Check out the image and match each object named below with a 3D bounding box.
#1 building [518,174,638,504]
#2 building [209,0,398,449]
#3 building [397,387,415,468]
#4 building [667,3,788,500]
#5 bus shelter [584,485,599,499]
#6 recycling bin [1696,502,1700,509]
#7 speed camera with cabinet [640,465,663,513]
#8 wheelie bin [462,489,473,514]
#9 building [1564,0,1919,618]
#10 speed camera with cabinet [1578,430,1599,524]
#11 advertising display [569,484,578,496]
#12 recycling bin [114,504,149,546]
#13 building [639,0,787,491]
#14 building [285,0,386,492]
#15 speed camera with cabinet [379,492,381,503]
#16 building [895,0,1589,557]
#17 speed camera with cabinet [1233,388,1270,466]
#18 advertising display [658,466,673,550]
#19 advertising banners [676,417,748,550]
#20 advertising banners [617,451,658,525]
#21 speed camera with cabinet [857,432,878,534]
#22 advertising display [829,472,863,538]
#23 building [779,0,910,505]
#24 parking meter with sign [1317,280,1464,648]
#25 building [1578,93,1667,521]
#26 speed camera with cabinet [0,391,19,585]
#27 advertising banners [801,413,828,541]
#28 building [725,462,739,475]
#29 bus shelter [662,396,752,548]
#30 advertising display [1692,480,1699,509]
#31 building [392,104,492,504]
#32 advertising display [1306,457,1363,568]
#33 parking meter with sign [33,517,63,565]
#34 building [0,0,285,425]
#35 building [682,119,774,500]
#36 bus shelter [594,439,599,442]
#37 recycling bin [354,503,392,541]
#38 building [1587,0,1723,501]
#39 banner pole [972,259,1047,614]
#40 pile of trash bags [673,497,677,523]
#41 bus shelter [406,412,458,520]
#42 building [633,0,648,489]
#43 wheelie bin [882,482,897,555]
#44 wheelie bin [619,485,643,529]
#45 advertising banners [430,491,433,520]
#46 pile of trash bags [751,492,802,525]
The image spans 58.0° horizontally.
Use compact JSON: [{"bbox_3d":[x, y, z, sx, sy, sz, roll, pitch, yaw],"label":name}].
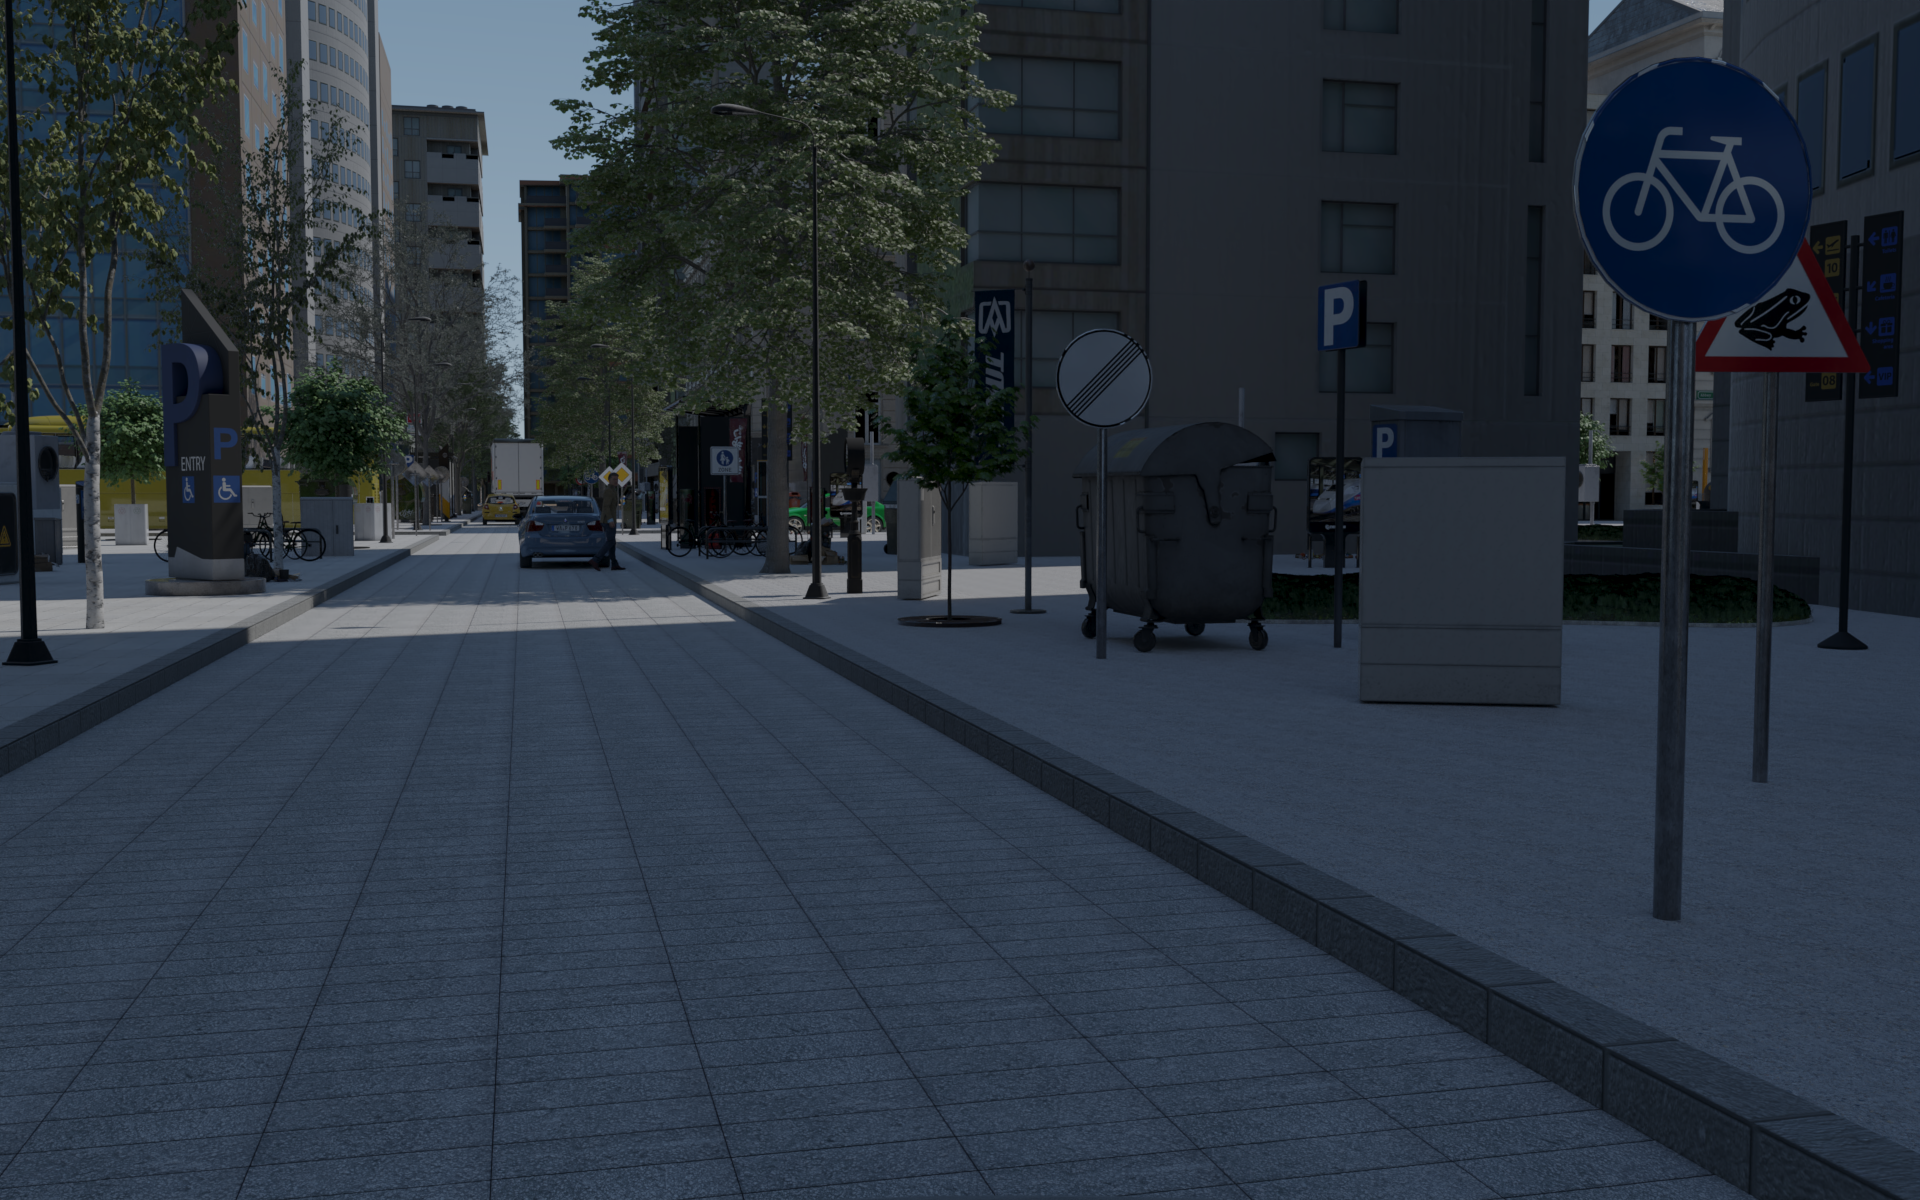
[{"bbox_3d":[-46.730,-35.554,235.930,28.867,44.769,22.147,-1,4,-14],"label":"building"},{"bbox_3d":[-61.346,-31.449,164.297,14.600,45.320,14.200,-1,4,-14],"label":"building"},{"bbox_3d":[-74.446,-53.112,181.054,31.000,86.520,22.319,-1,4,-14],"label":"building"},{"bbox_3d":[-17.876,-28.402,147.964,14.154,41.232,14.086,-1,4,-14],"label":"building"},{"bbox_3d":[-22.496,-7.030,106.227,1.731,3.624,6.357,-1,4,-14],"label":"bus shelter"},{"bbox_3d":[24.326,-2.666,56.150,0.722,1.027,0.722,3,4,38],"label":"recycling bin"},{"bbox_3d":[-20.815,-7.568,118.079,0.660,3.252,2.038,-3,5,-39],"label":"speed camera with cabinet"},{"bbox_3d":[-31.736,-6.340,111.567,0.693,1.594,0.980,-1,4,-13],"label":"wheelie bin"},{"bbox_3d":[20.574,-28.953,15.379,21.231,58.520,28.212,-1,4,-14],"label":"building"},{"bbox_3d":[19.165,-3.672,54.367,0.660,3.252,2.038,-1,4,-18],"label":"speed camera with cabinet"},{"bbox_3d":[-26.386,-6.915,118.270,0.123,1.923,0.974,1,4,18],"label":"advertising display"},{"bbox_3d":[-20.832,-1.896,43.557,0.722,1.027,0.722,-1,4,-22],"label":"recycling bin"},{"bbox_3d":[-19.069,-33.175,166.111,21.300,48.544,21.600,-1,4,-14],"label":"building"},{"bbox_3d":[-59.501,-36.687,141.836,21.231,58.520,28.212,-1,4,-14],"label":"building"},{"bbox_3d":[-41.943,-8.042,125.830,2.038,3.252,0.660,-2,4,-30],"label":"speed camera with cabinet"},{"bbox_3d":[5.406,-21.927,42.098,14.154,41.232,14.086,-1,4,-14],"label":"building"},{"bbox_3d":[5.036,-2.281,31.634,0.660,3.252,2.038,2,4,32],"label":"speed camera with cabinet"},{"bbox_3d":[-6.768,-2.118,39.846,0.123,1.923,0.974,-1,4,-22],"label":"advertising display"},{"bbox_3d":[-5.747,-2.688,40.131,2.074,3.025,0.090,2,4,30],"label":"advertising banners"},{"bbox_3d":[-13.351,-4.614,71.635,0.090,3.025,2.074,3,5,40],"label":"advertising banners"},{"bbox_3d":[-3.244,-3.748,55.620,0.660,3.252,2.038,-2,4,-23],"label":"speed camera with cabinet"},{"bbox_3d":[-3.346,-2.797,50.949,0.974,1.923,0.123,0,4,3],"label":"advertising display"},{"bbox_3d":[4.653,-17.268,79.602,25.104,27.353,12.463,-1,4,-14],"label":"building"},{"bbox_3d":[3.902,-1.130,14.729,1.738,3.016,0.543,-2,4,-25],"label":"parking meter with sign"},{"bbox_3d":[24.989,-14.081,84.974,16.860,20.320,10.420,-1,4,-14],"label":"building"},{"bbox_3d":[-13.781,-1.875,24.987,0.660,3.252,2.038,0,3,0],"label":"speed camera with cabinet"},{"bbox_3d":[-3.084,-2.462,36.440,0.090,3.025,2.074,-1,4,-19],"label":"advertising banners"},{"bbox_3d":[-24.452,-28.527,238.121,14.107,30.474,14.160,-1,4,-14],"label":"building"},{"bbox_3d":[-6.536,-3.262,44.618,1.731,3.624,6.357,-1,4,-14],"label":"bus shelter"},{"bbox_3d":[34.211,-4.666,81.501,0.974,1.923,0.123,2,4,33],"label":"advertising display"},{"bbox_3d":[-75.272,-39.368,232.911,27.495,52.752,28.713,-1,4,-14],"label":"building"},{"bbox_3d":[6.510,-1.521,30.075,0.974,1.923,0.123,0,4,-3],"label":"advertising display"},{"bbox_3d":[-17.124,-2.131,31.103,1.738,3.016,0.543,0,4,-8],"label":"parking meter with sign"},{"bbox_3d":[-35.810,-25.721,70.652,14.600,45.320,14.200,-1,4,-14],"label":"building"},{"bbox_3d":[-8.754,-20.880,117.808,17.030,29.872,44.131,-1,4,-14],"label":"building"},{"bbox_3d":[-26.310,-8.960,124.122,2.179,5.291,8.768,-1,4,-14],"label":"bus shelter"},{"bbox_3d":[-16.197,-2.154,47.777,0.722,1.027,0.722,2,4,25],"label":"recycling bin"},{"bbox_3d":[44.296,-18.557,90.792,23.554,28.519,14.401,-1,4,-14],"label":"building"},{"bbox_3d":[0.523,-1.752,18.670,0.863,3.779,0.401,1,4,23],"label":"banner pole"},{"bbox_3d":[-11.779,-4.089,76.600,1.912,1.369,3.447,-1,4,-17],"label":"pile of trash bags"},{"bbox_3d":[-26.748,-6.744,87.889,2.179,5.291,8.768,-1,4,-14],"label":"bus shelter"},{"bbox_3d":[-24.959,-39.631,189.962,21.231,58.520,28.212,-1,4,-14],"label":"building"},{"bbox_3d":[-1.220,-1.768,36.812,0.693,1.594,0.980,-3,5,-41],"label":"wheelie bin"},{"bbox_3d":[-12.073,-3.418,63.786,0.693,1.594,0.980,2,4,24],"label":"wheelie bin"},{"bbox_3d":[-26.148,-5.302,82.881,0.090,3.025,2.074,3,4,38],"label":"advertising banners"},{"bbox_3d":[-8.104,-3.709,70.389,3.447,1.369,1.912,-2,4,-24],"label":"pile of trash bags"}]
